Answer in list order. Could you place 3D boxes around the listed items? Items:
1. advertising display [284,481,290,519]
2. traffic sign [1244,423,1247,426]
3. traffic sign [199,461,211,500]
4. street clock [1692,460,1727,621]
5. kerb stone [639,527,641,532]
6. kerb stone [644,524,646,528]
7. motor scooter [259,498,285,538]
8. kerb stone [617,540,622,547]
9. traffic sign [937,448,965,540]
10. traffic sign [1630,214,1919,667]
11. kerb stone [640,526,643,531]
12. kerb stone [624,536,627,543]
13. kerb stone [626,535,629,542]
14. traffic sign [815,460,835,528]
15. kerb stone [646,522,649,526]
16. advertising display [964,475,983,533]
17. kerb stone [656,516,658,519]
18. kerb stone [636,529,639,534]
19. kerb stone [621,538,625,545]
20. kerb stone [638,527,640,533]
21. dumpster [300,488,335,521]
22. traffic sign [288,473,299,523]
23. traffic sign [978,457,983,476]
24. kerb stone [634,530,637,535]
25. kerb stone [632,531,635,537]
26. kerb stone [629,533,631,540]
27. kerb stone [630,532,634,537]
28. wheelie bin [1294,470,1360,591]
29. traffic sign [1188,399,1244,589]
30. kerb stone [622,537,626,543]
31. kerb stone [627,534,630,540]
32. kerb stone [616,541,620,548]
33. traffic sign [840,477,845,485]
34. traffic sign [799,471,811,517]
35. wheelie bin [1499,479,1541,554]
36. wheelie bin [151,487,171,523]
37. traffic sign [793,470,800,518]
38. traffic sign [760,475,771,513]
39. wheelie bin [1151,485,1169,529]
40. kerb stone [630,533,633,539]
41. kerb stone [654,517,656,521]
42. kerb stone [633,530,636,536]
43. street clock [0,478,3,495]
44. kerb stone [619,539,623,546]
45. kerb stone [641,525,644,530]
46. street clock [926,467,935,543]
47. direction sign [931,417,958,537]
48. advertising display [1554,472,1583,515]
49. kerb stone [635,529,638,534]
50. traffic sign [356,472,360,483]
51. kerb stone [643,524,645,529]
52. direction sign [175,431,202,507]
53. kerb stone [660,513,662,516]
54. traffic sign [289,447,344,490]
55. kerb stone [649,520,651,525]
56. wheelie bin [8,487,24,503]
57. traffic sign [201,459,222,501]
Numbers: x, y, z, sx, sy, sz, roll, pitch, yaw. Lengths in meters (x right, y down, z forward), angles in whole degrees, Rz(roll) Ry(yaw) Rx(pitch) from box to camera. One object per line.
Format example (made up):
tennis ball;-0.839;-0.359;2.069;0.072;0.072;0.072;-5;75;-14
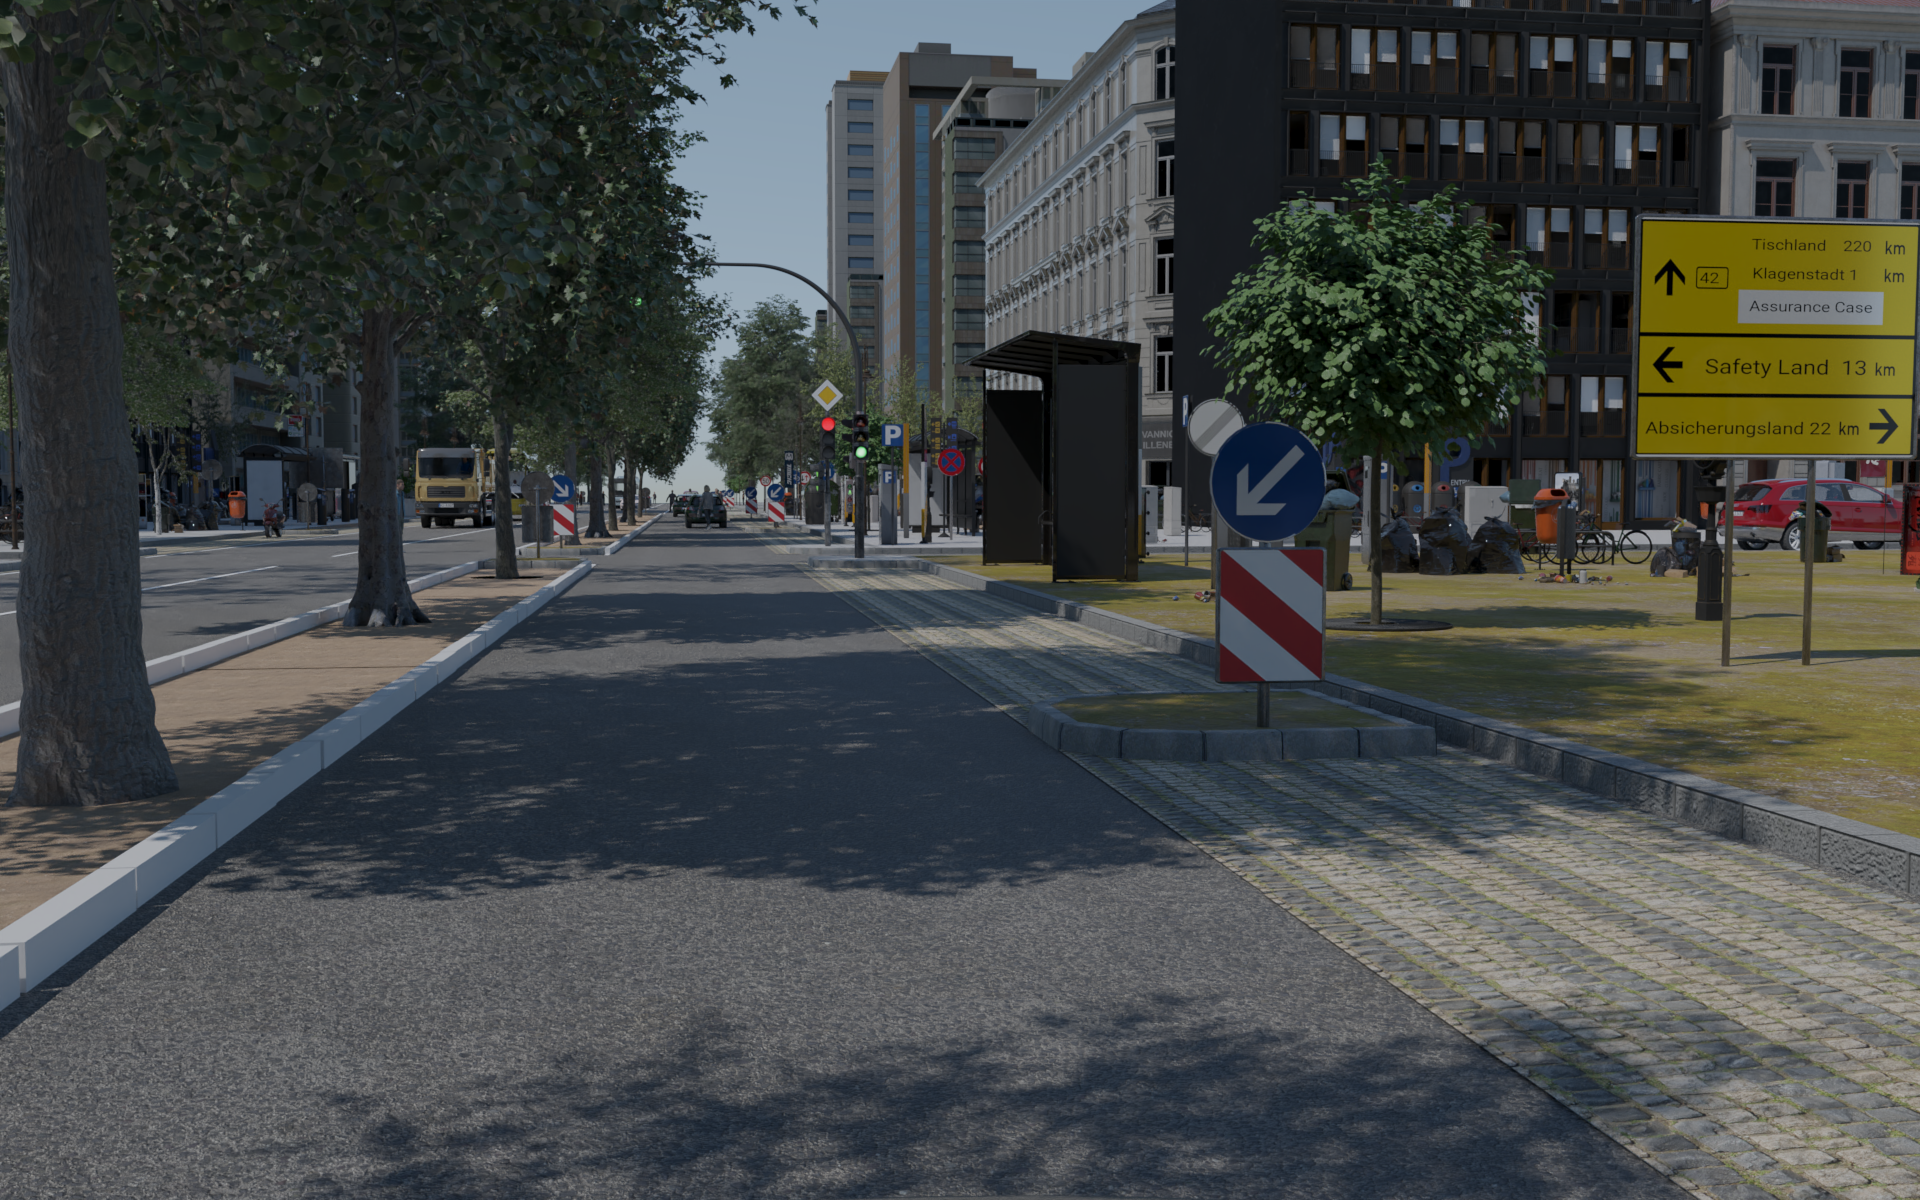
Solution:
advertising display;-34.895;-5.112;88.796;0.974;1.923;0.123;-2;4;-27
traffic sign;4.755;-1.836;30.125;0.768;2.556;0.104;0;4;-7
traffic sign;-28.037;-3.950;64.685;0.768;2.556;0.104;0;4;0
street clock;7.603;-0.792;17.525;0.358;2.002;0.471;-1;4;-11
kerb stone;-11.714;-2.480;62.754;0.120;0.150;1.000;-1;4;-9
kerb stone;-12.652;-2.844;68.850;0.120;0.150;1.000;-1;4;-9
motor scooter;-22.674;-2.719;57.228;0.815;1.314;1.986;-1;4;-9
kerb stone;-9.041;-1.428;45.557;0.120;0.150;1.000;-1;4;-9
traffic sign;-0.244;-2.937;48.127;0.768;2.556;0.104;0;4;-2
traffic sign;6.017;-1.159;12.821;2.265;3.308;0.079;0;4;-7
kerb stone;-12.029;-2.603;64.784;0.120;0.150;1.000;-1;4;-9
kerb stone;-9.680;-1.673;49.602;0.120;0.150;1.000;-1;4;-9
kerb stone;-9.825;-1.737;50.617;0.120;0.150;1.000;-1;4;-9
traffic sign;-5.104;-4.001;65.514;0.768;2.556;0.104;0;4;-6
kerb stone;-13.280;-3.099;72.895;0.120;0.150;1.000;-1;4;-9
advertising display;0.481;-3.206;57.639;0.974;1.923;0.123;3;5;42
kerb stone;-16.116;-4.212;91.115;0.120;0.150;1.000;-1;4;-9
kerb stone;-11.237;-2.295;59.721;0.120;0.150;1.000;-1;4;-9
kerb stone;-9.359;-1.552;47.578;0.120;0.150;1.000;-1;4;-9
kerb stone;-11.558;-2.419;61.740;0.120;0.150;1.000;-1;4;-9
dumpster;-29.863;-4.570;80.476;1.264;1.857;1.865;-1;4;-9
traffic sign;-29.679;-4.737;77.552;0.768;2.556;0.104;0;4;-1
traffic sign;0.965;-3.433;56.236;0.768;2.556;0.104;0;4;1
kerb stone;-10.933;-2.172;57.700;0.120;0.150;1.000;-1;4;-9
kerb stone;-10.614;-2.048;55.681;0.120;0.150;1.000;-1;4;-9
kerb stone;-10.145;-1.861;52.647;0.120;0.150;1.000;-1;4;-9
kerb stone;-10.460;-1.983;54.671;0.120;0.150;1.000;-1;4;-9
wheelie bin;4.838;-0.924;23.015;0.980;1.594;0.693;3;4;37
traffic sign;3.424;-1.418;23.285;0.768;2.556;0.104;0;4;-4
kerb stone;-9.517;-1.615;48.593;0.120;0.150;1.000;-1;4;-9
kerb stone;-9.991;-1.801;51.635;0.120;0.150;1.000;-1;4;-9
kerb stone;-8.889;-1.367;44.546;0.120;0.150;1.000;-1;4;-9
traffic sign;-6.737;-6.348;103.797;0.884;2.594;0.081;0;4;-5
traffic sign;-8.628;-5.878;96.206;0.768;2.556;0.104;0;4;-2
wheelie bin;12.028;-1.780;37.014;0.980;1.594;0.693;1;4;15
wheelie bin;-33.923;-4.016;73.577;0.693;1.594;0.980;-1;4;-14
traffic sign;-8.790;-5.611;91.840;0.768;2.556;0.104;0;4;-8
traffic sign;-13.192;-7.186;117.597;0.768;2.556;0.104;0;4;-7
wheelie bin;7.281;-3.366;62.934;0.980;1.594;0.693;0;4;6
kerb stone;-10.296;-1.920;53.659;0.120;0.150;1.000;-1;4;-9
kerb stone;-15.490;-3.967;87.058;0.120;0.150;1.000;-1;4;-9
kerb stone;-10.771;-2.110;56.691;0.120;0.150;1.000;-1;4;-9
street clock;-39.316;-4.044;70.688;0.471;2.002;0.358;-2;4;-26
kerb stone;-9.207;-1.491;46.567;0.120;0.150;1.000;-1;4;-9
kerb stone;-12.183;-2.663;65.797;0.120;0.150;1.000;-1;4;-9
street clock;-0.832;-2.512;45.646;0.358;2.002;0.471;0;4;-1
direction sign;-0.472;-3.632;51.381;0.876;3.537;0.379;2;4;25
advertising display;17.610;-2.751;50.192;0.123;1.923;0.974;-2;4;-26
kerb stone;-11.085;-2.233;58.711;0.120;0.150;1.000;-1;4;-9
traffic sign;-33.741;-5.982;97.919;0.768;2.556;0.104;0;4;-4
kerb stone;-12.500;-2.788;67.839;0.120;0.150;1.000;-1;4;-9
direction sign;-27.713;-4.300;62.301;0.876;3.537;0.379;0;4;-7
kerb stone;-17.998;-4.958;103.265;0.120;0.150;1.000;-1;4;-9
traffic sign;-28.146;-5.007;75.733;2.265;3.308;0.079;-1;4;-8
kerb stone;-13.910;-3.349;76.947;0.120;0.150;1.000;-1;4;-9
wheelie bin;-40.337;-4.053;74.178;0.693;1.594;0.980;-1;4;-19
traffic sign;-27.417;-3.875;63.468;0.768;2.556;0.104;0;4;-7
